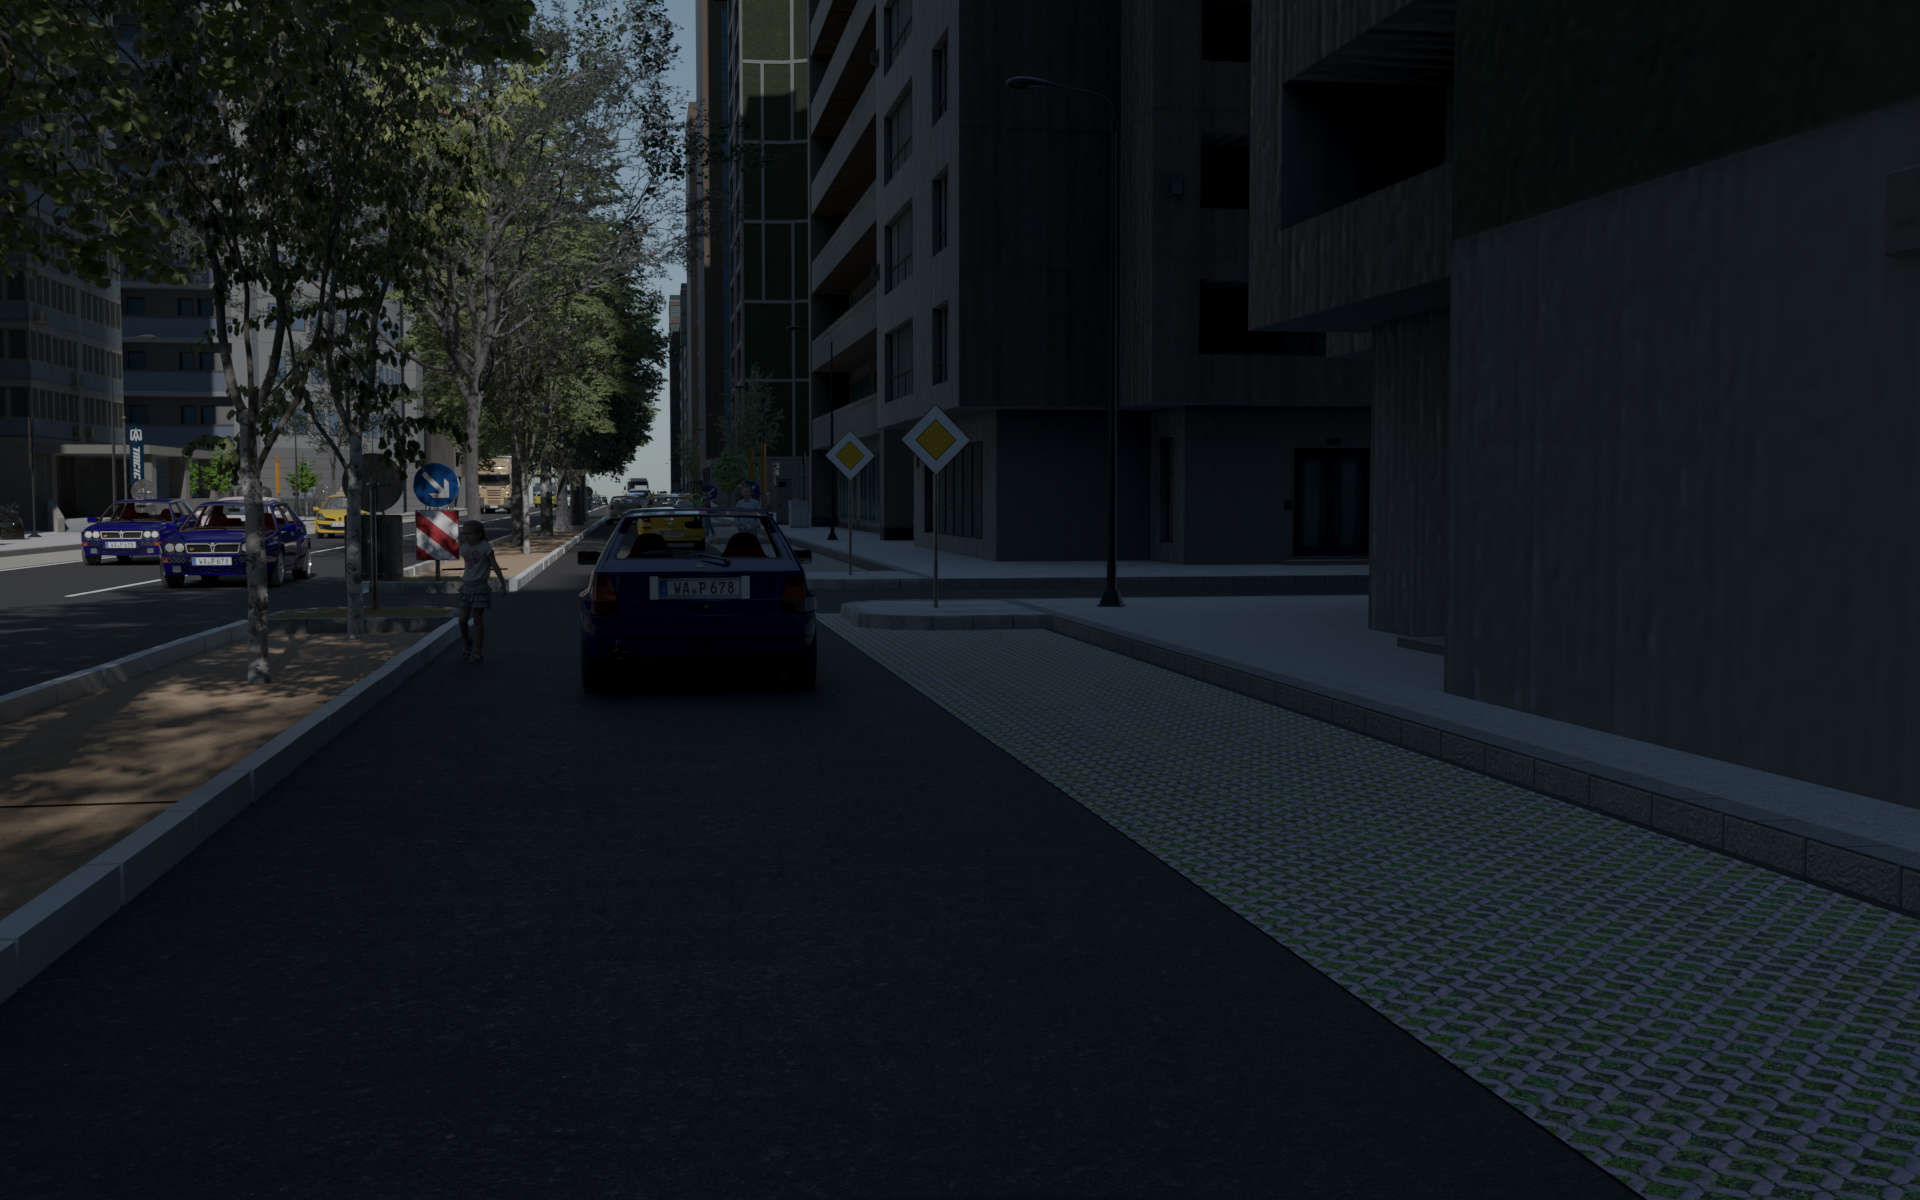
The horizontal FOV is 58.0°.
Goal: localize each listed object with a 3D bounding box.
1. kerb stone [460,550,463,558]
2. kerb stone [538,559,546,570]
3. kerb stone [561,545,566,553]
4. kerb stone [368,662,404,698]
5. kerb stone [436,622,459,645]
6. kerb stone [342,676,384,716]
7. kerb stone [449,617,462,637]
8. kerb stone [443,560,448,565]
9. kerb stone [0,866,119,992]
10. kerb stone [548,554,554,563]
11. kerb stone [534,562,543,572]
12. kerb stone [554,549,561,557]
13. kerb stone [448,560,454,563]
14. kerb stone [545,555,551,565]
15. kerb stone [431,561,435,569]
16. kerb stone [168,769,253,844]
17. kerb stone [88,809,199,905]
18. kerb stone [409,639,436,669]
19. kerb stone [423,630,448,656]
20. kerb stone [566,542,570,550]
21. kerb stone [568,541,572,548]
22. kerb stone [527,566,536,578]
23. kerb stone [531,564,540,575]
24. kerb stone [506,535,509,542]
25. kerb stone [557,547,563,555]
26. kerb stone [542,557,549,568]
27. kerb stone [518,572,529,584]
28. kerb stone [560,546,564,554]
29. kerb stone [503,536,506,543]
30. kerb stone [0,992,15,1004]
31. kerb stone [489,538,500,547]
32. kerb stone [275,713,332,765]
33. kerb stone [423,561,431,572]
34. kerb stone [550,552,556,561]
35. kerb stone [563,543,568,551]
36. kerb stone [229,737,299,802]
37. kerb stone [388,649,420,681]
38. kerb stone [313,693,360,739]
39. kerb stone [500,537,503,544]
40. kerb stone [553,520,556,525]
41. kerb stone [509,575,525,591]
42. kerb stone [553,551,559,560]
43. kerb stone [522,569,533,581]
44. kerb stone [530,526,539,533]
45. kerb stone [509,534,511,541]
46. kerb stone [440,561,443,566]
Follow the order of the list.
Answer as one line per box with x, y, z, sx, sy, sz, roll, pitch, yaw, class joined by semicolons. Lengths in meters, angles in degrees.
-11.033;-0.960;37.896;0.120;0.150;1.000;-1;4;-10;kerb stone
-7.846;-0.614;32.237;0.120;0.150;1.000;-1;4;-10;kerb stone
-9.534;-1.163;41.301;0.120;0.150;1.000;-1;4;-10;kerb stone
-4.182;0.591;12.562;0.120;0.150;1.000;-1;4;-10;kerb stone
-4.939;0.343;16.588;0.120;0.150;1.000;-1;4;-10;kerb stone
-3.999;0.651;11.556;0.120;0.150;1.000;-1;4;-10;kerb stone
-5.119;0.286;17.595;0.120;0.150;1.000;-1;4;-10;kerb stone
-10.469;-0.776;34.875;0.120;0.150;1.000;-1;4;-10;kerb stone
-2.874;1.022;5.493;0.120;0.150;1.000;-1;4;-10;kerb stone
-8.405;-0.799;35.266;0.120;0.150;1.000;-1;4;-10;kerb stone
-7.658;-0.553;31.232;0.120;0.150;1.000;-1;4;-10;kerb stone
-8.960;-0.984;38.281;0.120;0.150;1.000;-1;4;-10;kerb stone
-10.651;-0.837;35.885;0.120;0.150;1.000;-1;4;-10;kerb stone
-8.223;-0.738;34.258;0.120;0.150;1.000;-1;4;-10;kerb stone
-10.091;-0.652;32.864;0.120;0.150;1.000;-1;4;-10;kerb stone
-3.254;0.898;7.520;0.120;0.150;1.000;-1;4;-10;kerb stone
-3.061;0.959;6.509;0.120;0.150;1.000;-1;4;-10;kerb stone
-4.554;0.467;14.576;0.120;0.150;1.000;-1;4;-10;kerb stone
-4.746;0.404;15.583;0.120;0.150;1.000;-1;4;-10;kerb stone
-9.906;-1.290;43.317;0.120;0.150;1.000;-1;4;-10;kerb stone
-10.085;-1.353;44.323;0.120;0.150;1.000;-1;4;-10;kerb stone
-7.283;-0.427;29.220;0.120;0.150;1.000;-1;4;-10;kerb stone
-7.470;-0.491;30.227;0.120;0.150;1.000;-1;4;-10;kerb stone
-13.460;-1.761;50.985;0.120;0.150;1.000;-1;4;-10;kerb stone
-9.153;-1.045;39.285;0.120;0.150;1.000;-1;4;-10;kerb stone
-8.026;-0.676;33.252;0.120;0.150;1.000;-1;4;-10;kerb stone
-6.908;-0.304;27.202;0.120;0.150;1.000;-1;4;-10;kerb stone
-9.348;-1.107;40.295;0.120;0.150;1.000;-1;4;-10;kerb stone
-13.280;-1.699;49.979;0.120;0.150;1.000;-1;4;-10;kerb stone
-2.687;1.087;4.488;0.120;0.150;1.000;-1;4;-10;kerb stone
-12.905;-1.576;47.968;0.120;0.150;1.000;-1;4;-10;kerb stone
-3.627;0.776;9.541;0.120;0.150;1.000;-1;4;-10;kerb stone
-9.902;-0.591;31.859;0.120;0.150;1.000;-1;4;-10;kerb stone
-8.594;-0.861;36.270;0.120;0.150;1.000;-1;4;-10;kerb stone
-9.710;-1.230;42.314;0.120;0.150;1.000;-1;4;-10;kerb stone
-3.435;0.835;8.537;0.120;0.150;1.000;-1;4;-10;kerb stone
-4.378;0.528;13.569;0.120;0.150;1.000;-1;4;-10;kerb stone
-3.811;0.715;10.547;0.120;0.150;1.000;-1;4;-10;kerb stone
-13.087;-1.638;48.974;0.120;0.150;1.000;-1;4;-10;kerb stone
-19.842;-3.858;85.277;0.120;0.150;1.000;-1;4;-10;kerb stone
-6.719;-0.245;26.194;0.120;0.150;1.000;-1;4;-10;kerb stone
-8.778;-0.916;37.276;0.120;0.150;1.000;-1;4;-10;kerb stone
-7.097;-0.368;28.215;0.120;0.150;1.000;-1;4;-10;kerb stone
-16.270;-2.686;66.110;0.120;0.150;1.000;-1;4;-10;kerb stone
-13.655;-1.820;51.998;0.120;0.150;1.000;-1;4;-10;kerb stone
-10.281;-0.712;33.871;0.120;0.150;1.000;-1;4;-10;kerb stone
